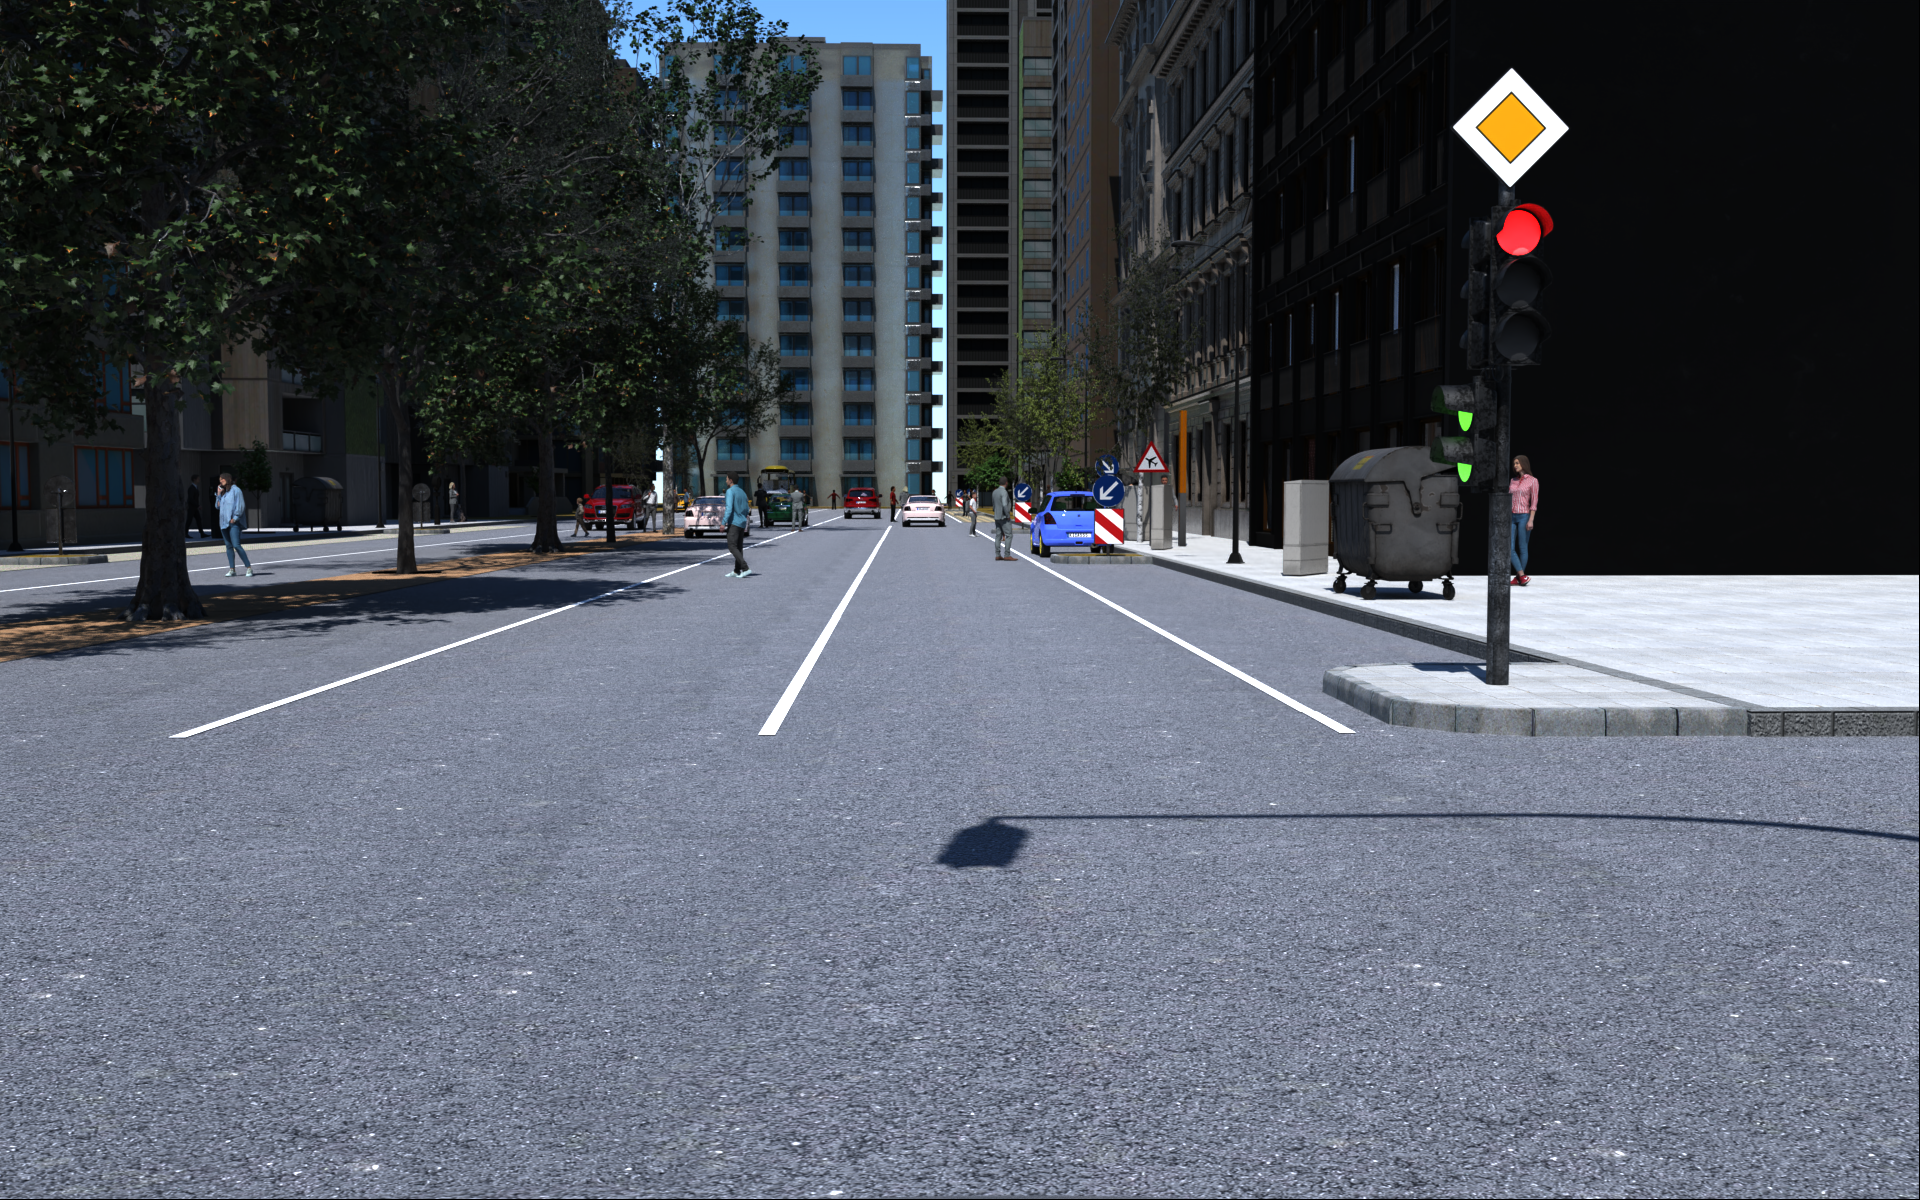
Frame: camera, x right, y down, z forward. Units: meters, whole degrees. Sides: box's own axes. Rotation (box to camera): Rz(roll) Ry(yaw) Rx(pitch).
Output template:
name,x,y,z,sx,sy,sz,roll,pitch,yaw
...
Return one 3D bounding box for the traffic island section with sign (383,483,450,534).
name,x,y,z,sx,sy,sz,roll,pitch,yaw
traffic island section with sign,-19.569,-3.301,62.593,1.989,1.847,2.006,0,4,-2

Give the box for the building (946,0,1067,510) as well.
name,x,y,z,sx,sy,sz,roll,pitch,yaw
building,8.964,-45.525,182.591,20.611,71.187,20.563,0,4,-2

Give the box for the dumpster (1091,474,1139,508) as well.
name,x,y,z,sx,sy,sz,roll,pitch,yaw
dumpster,4.490,-2.698,49.866,1.264,1.857,1.865,0,4,-2

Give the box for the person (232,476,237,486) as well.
name,x,y,z,sx,sy,sz,roll,pitch,yaw
person,-22.601,-2.938,53.878,0.447,1.846,0.655,-2,4,-24

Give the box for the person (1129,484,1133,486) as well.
name,x,y,z,sx,sy,sz,roll,pitch,yaw
person,5.827,-3.232,58.768,0.514,1.842,0.818,0,4,-3

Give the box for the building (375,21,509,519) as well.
name,x,y,z,sx,sy,sz,roll,pitch,yaw
building,-33.035,-19.637,92.767,14.160,30.474,14.107,0,4,-2

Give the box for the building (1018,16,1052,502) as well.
name,x,y,z,sx,sy,sz,roll,pitch,yaw
building,12.091,-28.693,152.723,14.154,41.232,14.086,0,4,-2

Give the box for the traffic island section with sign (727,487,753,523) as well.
name,x,y,z,sx,sy,sz,roll,pitch,yaw
traffic island section with sign,-11.343,-4.767,86.079,2.006,1.907,1.989,0,4,-2

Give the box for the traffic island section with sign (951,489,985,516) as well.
name,x,y,z,sx,sy,sz,roll,pitch,yaw
traffic island section with sign,0.620,-6.507,115.021,1.989,1.847,2.006,0,4,-2

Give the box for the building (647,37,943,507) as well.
name,x,y,z,sx,sy,sz,roll,pitch,yaw
building,-17.130,-34.544,184.400,30.456,49.044,23.786,0,4,-2

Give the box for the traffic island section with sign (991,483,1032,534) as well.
name,x,y,z,sx,sy,sz,roll,pitch,yaw
traffic island section with sign,2.142,-3.339,63.216,1.989,1.847,2.006,0,4,-2

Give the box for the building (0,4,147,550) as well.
name,x,y,z,sx,sy,sz,roll,pitch,yaw
building,-35.466,-11.408,31.559,27.650,21.520,28.899,0,4,-2

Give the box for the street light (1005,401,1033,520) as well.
name,x,y,z,sx,sy,sz,roll,pitch,yaw
street light,2.910,-6.951,86.189,1.470,5.913,1.316,0,4,-2

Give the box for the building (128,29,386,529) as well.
name,x,y,z,sx,sy,sz,roll,pitch,yaw
building,-31.461,-23.396,66.123,14.154,41.232,14.086,0,4,-2

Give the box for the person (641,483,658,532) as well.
name,x,y,z,sx,sy,sz,roll,pitch,yaw
person,-11.569,-3.423,64.573,0.679,1.850,0.850,-3,5,-40

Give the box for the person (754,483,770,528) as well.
name,x,y,z,sx,sy,sz,roll,pitch,yaw
person,-8.445,-4.026,73.694,0.648,1.900,0.474,-2,4,-25

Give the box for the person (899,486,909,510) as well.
name,x,y,z,sx,sy,sz,roll,pitch,yaw
person,-2.612,-4.425,81.039,0.537,1.800,0.526,-1,4,-9

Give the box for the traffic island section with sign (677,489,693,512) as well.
name,x,y,z,sx,sy,sz,roll,pitch,yaw
traffic island section with sign,-21.826,-8.018,139.716,1.989,1.847,2.006,0,4,-2

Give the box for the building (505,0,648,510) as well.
name,x,y,z,sx,sy,sz,roll,pitch,yaw
building,-42.700,-30.088,146.558,28.867,44.769,22.147,0,4,-2

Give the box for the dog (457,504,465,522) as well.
name,x,y,z,sx,sy,sz,roll,pitch,yaw
dog,-22.891,-3.963,79.175,0.513,0.831,0.800,0,4,4

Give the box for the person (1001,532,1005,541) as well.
name,x,y,z,sx,sy,sz,roll,pitch,yaw
person,1.326,-2.411,52.596,0.362,1.253,0.373,-2,4,-25

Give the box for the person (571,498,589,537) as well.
name,x,y,z,sx,sy,sz,roll,pitch,yaw
person,-12.706,-2.763,57.942,0.640,1.303,0.475,-3,4,-37

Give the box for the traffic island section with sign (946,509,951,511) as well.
name,x,y,z,sx,sy,sz,roll,pitch,yaw
traffic island section with sign,-0.193,-8.214,142.934,1.989,1.847,2.006,0,4,-2

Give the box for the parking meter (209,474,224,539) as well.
name,x,y,z,sx,sy,sz,roll,pitch,yaw
parking meter,-21.401,-2.705,49.943,0.255,1.863,0.399,3,5,40

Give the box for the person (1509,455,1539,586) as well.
name,x,y,z,sx,sy,sz,roll,pitch,yaw
person,7.799,-1.111,24.220,0.555,1.821,0.388,3,5,42

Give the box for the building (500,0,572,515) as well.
name,x,y,z,sx,sy,sz,roll,pitch,yaw
building,-42.746,-25.657,111.367,32.217,40.220,23.993,0,4,-2

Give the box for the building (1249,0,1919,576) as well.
name,x,y,z,sx,sy,sz,roll,pitch,yaw
building,13.542,-12.530,34.541,12.332,23.373,15.834,0,4,-2

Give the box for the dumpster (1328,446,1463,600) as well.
name,x,y,z,sx,sy,sz,roll,pitch,yaw
dumpster,5.431,-0.970,21.617,1.264,1.857,1.865,0,4,-2

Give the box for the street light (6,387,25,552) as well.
name,x,y,z,sx,sy,sz,roll,pitch,yaw
street light,-20.597,-4.040,38.592,1.470,5.913,1.316,0,4,-2

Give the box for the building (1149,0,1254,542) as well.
name,x,y,z,sx,sy,sz,roll,pitch,yaw
building,12.293,-11.493,52.541,10.561,19.102,19.286,0,4,-2

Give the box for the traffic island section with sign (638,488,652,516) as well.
name,x,y,z,sx,sy,sz,roll,pitch,yaw
traffic island section with sign,-21.044,-6.370,112.772,1.989,1.847,2.006,0,4,-2

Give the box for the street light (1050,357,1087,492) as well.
name,x,y,z,sx,sy,sz,roll,pitch,yaw
street light,3.738,-5.277,58.813,1.470,5.913,1.316,0,4,-2

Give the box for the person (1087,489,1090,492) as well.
name,x,y,z,sx,sy,sz,roll,pitch,yaw
person,5.578,-4.146,76.429,0.503,1.515,0.523,-1,4,-11

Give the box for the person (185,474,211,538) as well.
name,x,y,z,sx,sy,sz,roll,pitch,yaw
person,-22.135,-2.713,50.181,0.755,1.850,0.659,-1,4,-12

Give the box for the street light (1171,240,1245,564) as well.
name,x,y,z,sx,sy,sz,roll,pitch,yaw
street light,4.558,-3.629,31.881,1.470,5.913,1.316,0,4,-2

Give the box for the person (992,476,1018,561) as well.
name,x,y,z,sx,sy,sz,roll,pitch,yaw
person,0.919,-1.757,37.319,0.391,1.810,0.635,-3,4,-36

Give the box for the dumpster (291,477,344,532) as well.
name,x,y,z,sx,sy,sz,roll,pitch,yaw
dumpster,-21.868,-3.251,58.911,1.264,1.857,1.865,0,4,-2

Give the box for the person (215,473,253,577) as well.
name,x,y,z,sx,sy,sz,roll,pitch,yaw
person,-12.601,-1.303,30.071,0.793,1.790,0.793,0,4,-1

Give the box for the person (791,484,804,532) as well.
name,x,y,z,sx,sy,sz,roll,pitch,yaw
person,-6.214,-3.514,66.138,0.511,1.800,0.466,-1,4,-11

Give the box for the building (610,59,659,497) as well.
name,x,y,z,sx,sy,sz,roll,pitch,yaw
building,-39.302,-32.340,178.864,14.200,45.320,14.600,0,4,-2

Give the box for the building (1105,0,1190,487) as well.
name,x,y,z,sx,sy,sz,roll,pitch,yaw
building,14.348,-17.558,74.458,14.401,28.519,23.554,0,4,-2

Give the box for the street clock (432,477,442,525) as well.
name,x,y,z,sx,sy,sz,roll,pitch,yaw
street clock,-21.805,-4.136,72.197,0.358,2.002,0.471,0,4,7

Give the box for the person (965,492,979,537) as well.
name,x,y,z,sx,sy,sz,roll,pitch,yaw
person,0.449,-2.866,57.957,0.523,1.515,0.503,-1,4,-20

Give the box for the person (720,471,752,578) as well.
name,x,y,z,sx,sy,sz,roll,pitch,yaw
person,-3.811,-1.297,29.725,0.620,1.820,0.660,1,4,19

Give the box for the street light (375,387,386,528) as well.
name,x,y,z,sx,sy,sz,roll,pitch,yaw
street light,-21.443,-5.687,65.523,1.470,5.913,1.316,0,4,-2

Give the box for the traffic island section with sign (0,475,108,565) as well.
name,x,y,z,sx,sy,sz,roll,pitch,yaw
traffic island section with sign,-18.779,-1.653,35.649,1.989,1.847,2.006,0,4,-2

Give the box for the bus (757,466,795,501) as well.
name,x,y,z,sx,sy,sz,roll,pitch,yaw
bus,-16.075,-9.883,153.126,2.896,3.916,12.252,0,4,-3

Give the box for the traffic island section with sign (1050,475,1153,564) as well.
name,x,y,z,sx,sy,sz,roll,pitch,yaw
traffic island section with sign,2.920,-1.691,36.272,1.989,1.847,2.006,0,4,-2

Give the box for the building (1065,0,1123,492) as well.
name,x,y,z,sx,sy,sz,roll,pitch,yaw
building,13.481,-27.317,96.749,14.600,45.320,14.200,0,4,-2

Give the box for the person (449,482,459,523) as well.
name,x,y,z,sx,sy,sz,roll,pitch,yaw
person,-22.161,-4.266,75.968,0.526,1.800,0.537,2,4,25
